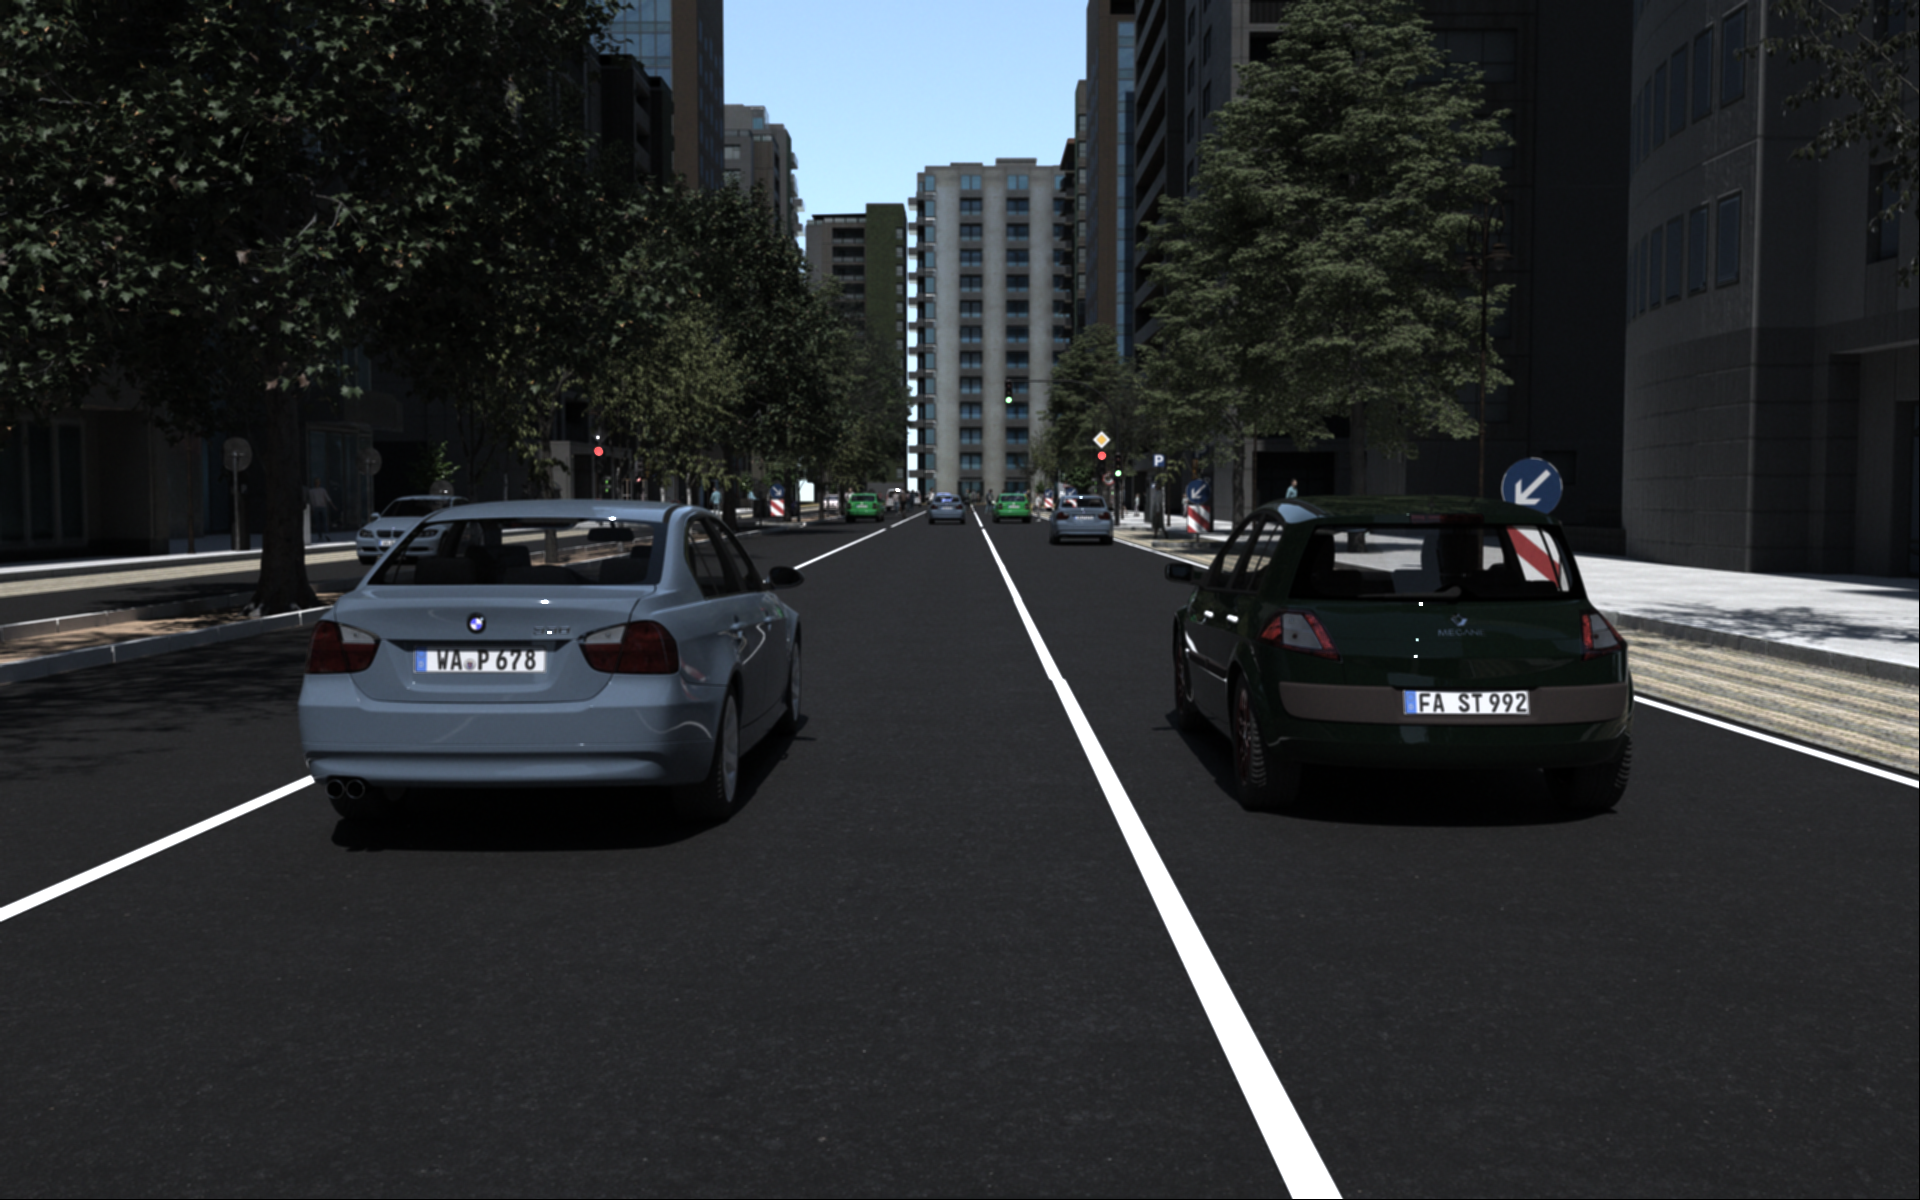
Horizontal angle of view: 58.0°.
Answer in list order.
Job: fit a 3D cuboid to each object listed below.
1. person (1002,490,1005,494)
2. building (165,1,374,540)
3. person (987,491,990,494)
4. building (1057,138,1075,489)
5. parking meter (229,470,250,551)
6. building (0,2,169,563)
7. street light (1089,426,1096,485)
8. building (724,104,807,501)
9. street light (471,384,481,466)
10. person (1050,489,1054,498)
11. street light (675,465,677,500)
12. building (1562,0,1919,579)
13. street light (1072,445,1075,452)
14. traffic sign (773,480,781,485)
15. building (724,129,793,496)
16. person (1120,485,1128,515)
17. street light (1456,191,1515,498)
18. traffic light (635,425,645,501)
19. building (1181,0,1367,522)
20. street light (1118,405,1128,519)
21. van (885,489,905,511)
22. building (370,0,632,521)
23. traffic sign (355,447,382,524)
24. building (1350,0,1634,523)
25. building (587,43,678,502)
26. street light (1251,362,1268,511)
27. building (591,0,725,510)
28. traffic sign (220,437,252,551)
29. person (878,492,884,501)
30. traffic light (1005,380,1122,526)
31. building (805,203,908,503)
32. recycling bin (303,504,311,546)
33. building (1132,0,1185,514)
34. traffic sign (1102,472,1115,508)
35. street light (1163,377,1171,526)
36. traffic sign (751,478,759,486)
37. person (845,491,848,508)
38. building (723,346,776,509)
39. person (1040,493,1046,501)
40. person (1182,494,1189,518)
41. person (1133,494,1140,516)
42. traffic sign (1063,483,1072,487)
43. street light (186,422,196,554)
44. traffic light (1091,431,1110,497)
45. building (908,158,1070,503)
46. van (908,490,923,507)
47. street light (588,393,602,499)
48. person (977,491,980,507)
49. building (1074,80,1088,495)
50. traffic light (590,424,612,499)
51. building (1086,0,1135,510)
[{"bbox_3d":[3.975,-9.322,160.874,0.705,1.831,1.348,-2,4,-30],"label":"person"},{"bbox_3d":[-34.814,-26.581,54.213,30.456,49.044,23.786,0,4,0],"label":"building"},{"bbox_3d":[3.837,-13.206,224.291,0.599,1.838,0.709,-2,4,-25],"label":"person"},{"bbox_3d":[23.340,-33.987,210.316,22.147,44.769,28.867,0,4,0],"label":"building"},{"bbox_3d":[-16.334,-2.054,39.301,0.255,1.863,0.399,1,4,17],"label":"parking meter"},{"bbox_3d":[-27.432,-24.529,24.757,21.300,48.544,21.600,0,4,0],"label":"building"},{"bbox_3d":[8.460,-8.363,109.515,0.468,5.910,1.993,0,4,0],"label":"street light"},{"bbox_3d":[-35.465,-36.293,212.993,30.456,49.044,23.786,0,4,0],"label":"building"},{"bbox_3d":[-16.476,-5.246,58.554,0.468,5.910,1.993,0,4,0],"label":"street light"},{"bbox_3d":[10.959,-12.296,206.718,0.705,1.869,1.348,-1,4,-17],"label":"person"},{"bbox_3d":[-16.316,-7.741,99.352,0.468,5.910,1.993,0,4,0],"label":"street light"},{"bbox_3d":[23.252,-29.743,28.304,21.231,58.520,28.212,0,4,0],"label":"building"},{"bbox_3d":[8.452,-9.650,130.569,0.468,5.910,1.993,0,4,0],"label":"street light"},{"bbox_3d":[-16.164,-9.333,152.703,0.768,2.556,0.104,0,4,8],"label":"traffic sign"},{"bbox_3d":[-25.951,-30.891,188.670,14.154,41.232,14.086,0,4,0],"label":"building"},{"bbox_3d":[9.888,-6.049,104.966,0.654,1.822,0.581,0,4,4],"label":"person"},{"bbox_3d":[8.085,-3.303,26.790,0.468,5.910,1.993,0,4,0],"label":"street light"},{"bbox_3d":[-12.202,-6.264,77.092,4.771,5.953,1.251,0,4,0],"label":"traffic light"},{"bbox_3d":[22.799,-39.656,86.629,20.611,71.187,20.563,0,4,0],"label":"building"},{"bbox_3d":[8.298,-7.066,88.320,0.468,5.910,1.993,0,4,0],"label":"street light"},{"bbox_3d":[-5.491,-8.737,149.858,2.013,2.044,4.112,0,4,2],"label":"van"},{"bbox_3d":[-28.118,-39.743,88.047,20.563,71.187,20.611,0,4,0],"label":"building"},{"bbox_3d":[-16.133,-2.882,47.234,0.768,2.556,0.104,1,4,9],"label":"traffic sign"},{"bbox_3d":[20.491,-22.895,57.935,14.154,41.232,14.086,0,4,0],"label":"building"},{"bbox_3d":[-26.953,-20.972,114.597,14.160,30.474,14.107,0,4,0],"label":"building"},{"bbox_3d":[8.142,-4.583,47.723,0.468,5.910,1.993,0,4,0],"label":"street light"},{"bbox_3d":[-26.364,-29.734,136.255,14.600,45.320,14.200,0,4,0],"label":"building"},{"bbox_3d":[-16.182,-2.361,38.713,0.768,2.556,0.104,1,4,9],"label":"traffic sign"},{"bbox_3d":[-9.300,-11.787,201.931,1.217,1.743,0.721,1,4,8],"label":"person"},{"bbox_3d":[4.148,-5.763,68.892,4.771,5.953,1.251,0,4,0],"label":"traffic light"},{"bbox_3d":[-14.538,-34.359,245.367,14.086,41.232,14.154,0,4,0],"label":"building"},{"bbox_3d":[-16.477,-1.836,42.565,0.722,1.027,0.722,1,4,19],"label":"recycling bin"},{"bbox_3d":[23.587,-30.263,118.505,21.300,48.544,21.600,0,4,0],"label":"building"},{"bbox_3d":[8.531,-6.073,99.392,0.768,2.556,0.104,0,4,4],"label":"traffic sign"},{"bbox_3d":[8.294,-5.863,68.655,0.468,5.910,1.993,0,4,0],"label":"street light"},{"bbox_3d":[-16.036,-8.262,135.192,0.768,2.556,0.104,0,4,4],"label":"traffic sign"},{"bbox_3d":[-10.790,-9.555,165.664,0.436,1.711,0.756,-1,4,-13],"label":"person"},{"bbox_3d":[-33.264,-19.721,167.476,27.650,21.520,28.899,0,4,0],"label":"building"},{"bbox_3d":[10.310,-12.497,211.045,1.217,1.739,0.721,1,4,13],"label":"person"},{"bbox_3d":[12.092,-5.029,92.549,0.425,1.301,0.394,-3,5,-45],"label":"person"},{"bbox_3d":[10.194,-5.487,100.034,0.394,1.301,0.425,1,4,19],"label":"person"},{"bbox_3d":[8.463,-8.257,135.006,0.884,2.594,0.081,0,4,6],"label":"traffic sign"},{"bbox_3d":[-16.514,-3.930,37.039,0.468,5.910,1.993,0,4,0],"label":"street light"},{"bbox_3d":[6.267,-5.388,77.011,0.839,4.253,0.868,0,4,0],"label":"traffic light"},{"bbox_3d":[7.900,-38.515,249.321,30.456,49.044,23.786,0,4,0],"label":"building"},{"bbox_3d":[-5.065,-11.175,189.718,2.013,2.044,4.112,0,4,-1],"label":"van"},{"bbox_3d":[-16.251,-6.403,77.474,0.468,5.910,1.993,0,4,0],"label":"street light"},{"bbox_3d":[2.117,-11.472,196.076,0.705,1.824,1.348,0,4,4],"label":"person"},{"bbox_3d":[18.428,-30.026,174.522,14.154,41.232,14.086,0,4,0],"label":"building"},{"bbox_3d":[-14.321,-4.903,69.079,0.839,4.253,0.868,0,4,0],"label":"traffic light"},{"bbox_3d":[17.863,-30.236,144.474,14.600,45.320,14.200,0,4,0],"label":"building"}]
